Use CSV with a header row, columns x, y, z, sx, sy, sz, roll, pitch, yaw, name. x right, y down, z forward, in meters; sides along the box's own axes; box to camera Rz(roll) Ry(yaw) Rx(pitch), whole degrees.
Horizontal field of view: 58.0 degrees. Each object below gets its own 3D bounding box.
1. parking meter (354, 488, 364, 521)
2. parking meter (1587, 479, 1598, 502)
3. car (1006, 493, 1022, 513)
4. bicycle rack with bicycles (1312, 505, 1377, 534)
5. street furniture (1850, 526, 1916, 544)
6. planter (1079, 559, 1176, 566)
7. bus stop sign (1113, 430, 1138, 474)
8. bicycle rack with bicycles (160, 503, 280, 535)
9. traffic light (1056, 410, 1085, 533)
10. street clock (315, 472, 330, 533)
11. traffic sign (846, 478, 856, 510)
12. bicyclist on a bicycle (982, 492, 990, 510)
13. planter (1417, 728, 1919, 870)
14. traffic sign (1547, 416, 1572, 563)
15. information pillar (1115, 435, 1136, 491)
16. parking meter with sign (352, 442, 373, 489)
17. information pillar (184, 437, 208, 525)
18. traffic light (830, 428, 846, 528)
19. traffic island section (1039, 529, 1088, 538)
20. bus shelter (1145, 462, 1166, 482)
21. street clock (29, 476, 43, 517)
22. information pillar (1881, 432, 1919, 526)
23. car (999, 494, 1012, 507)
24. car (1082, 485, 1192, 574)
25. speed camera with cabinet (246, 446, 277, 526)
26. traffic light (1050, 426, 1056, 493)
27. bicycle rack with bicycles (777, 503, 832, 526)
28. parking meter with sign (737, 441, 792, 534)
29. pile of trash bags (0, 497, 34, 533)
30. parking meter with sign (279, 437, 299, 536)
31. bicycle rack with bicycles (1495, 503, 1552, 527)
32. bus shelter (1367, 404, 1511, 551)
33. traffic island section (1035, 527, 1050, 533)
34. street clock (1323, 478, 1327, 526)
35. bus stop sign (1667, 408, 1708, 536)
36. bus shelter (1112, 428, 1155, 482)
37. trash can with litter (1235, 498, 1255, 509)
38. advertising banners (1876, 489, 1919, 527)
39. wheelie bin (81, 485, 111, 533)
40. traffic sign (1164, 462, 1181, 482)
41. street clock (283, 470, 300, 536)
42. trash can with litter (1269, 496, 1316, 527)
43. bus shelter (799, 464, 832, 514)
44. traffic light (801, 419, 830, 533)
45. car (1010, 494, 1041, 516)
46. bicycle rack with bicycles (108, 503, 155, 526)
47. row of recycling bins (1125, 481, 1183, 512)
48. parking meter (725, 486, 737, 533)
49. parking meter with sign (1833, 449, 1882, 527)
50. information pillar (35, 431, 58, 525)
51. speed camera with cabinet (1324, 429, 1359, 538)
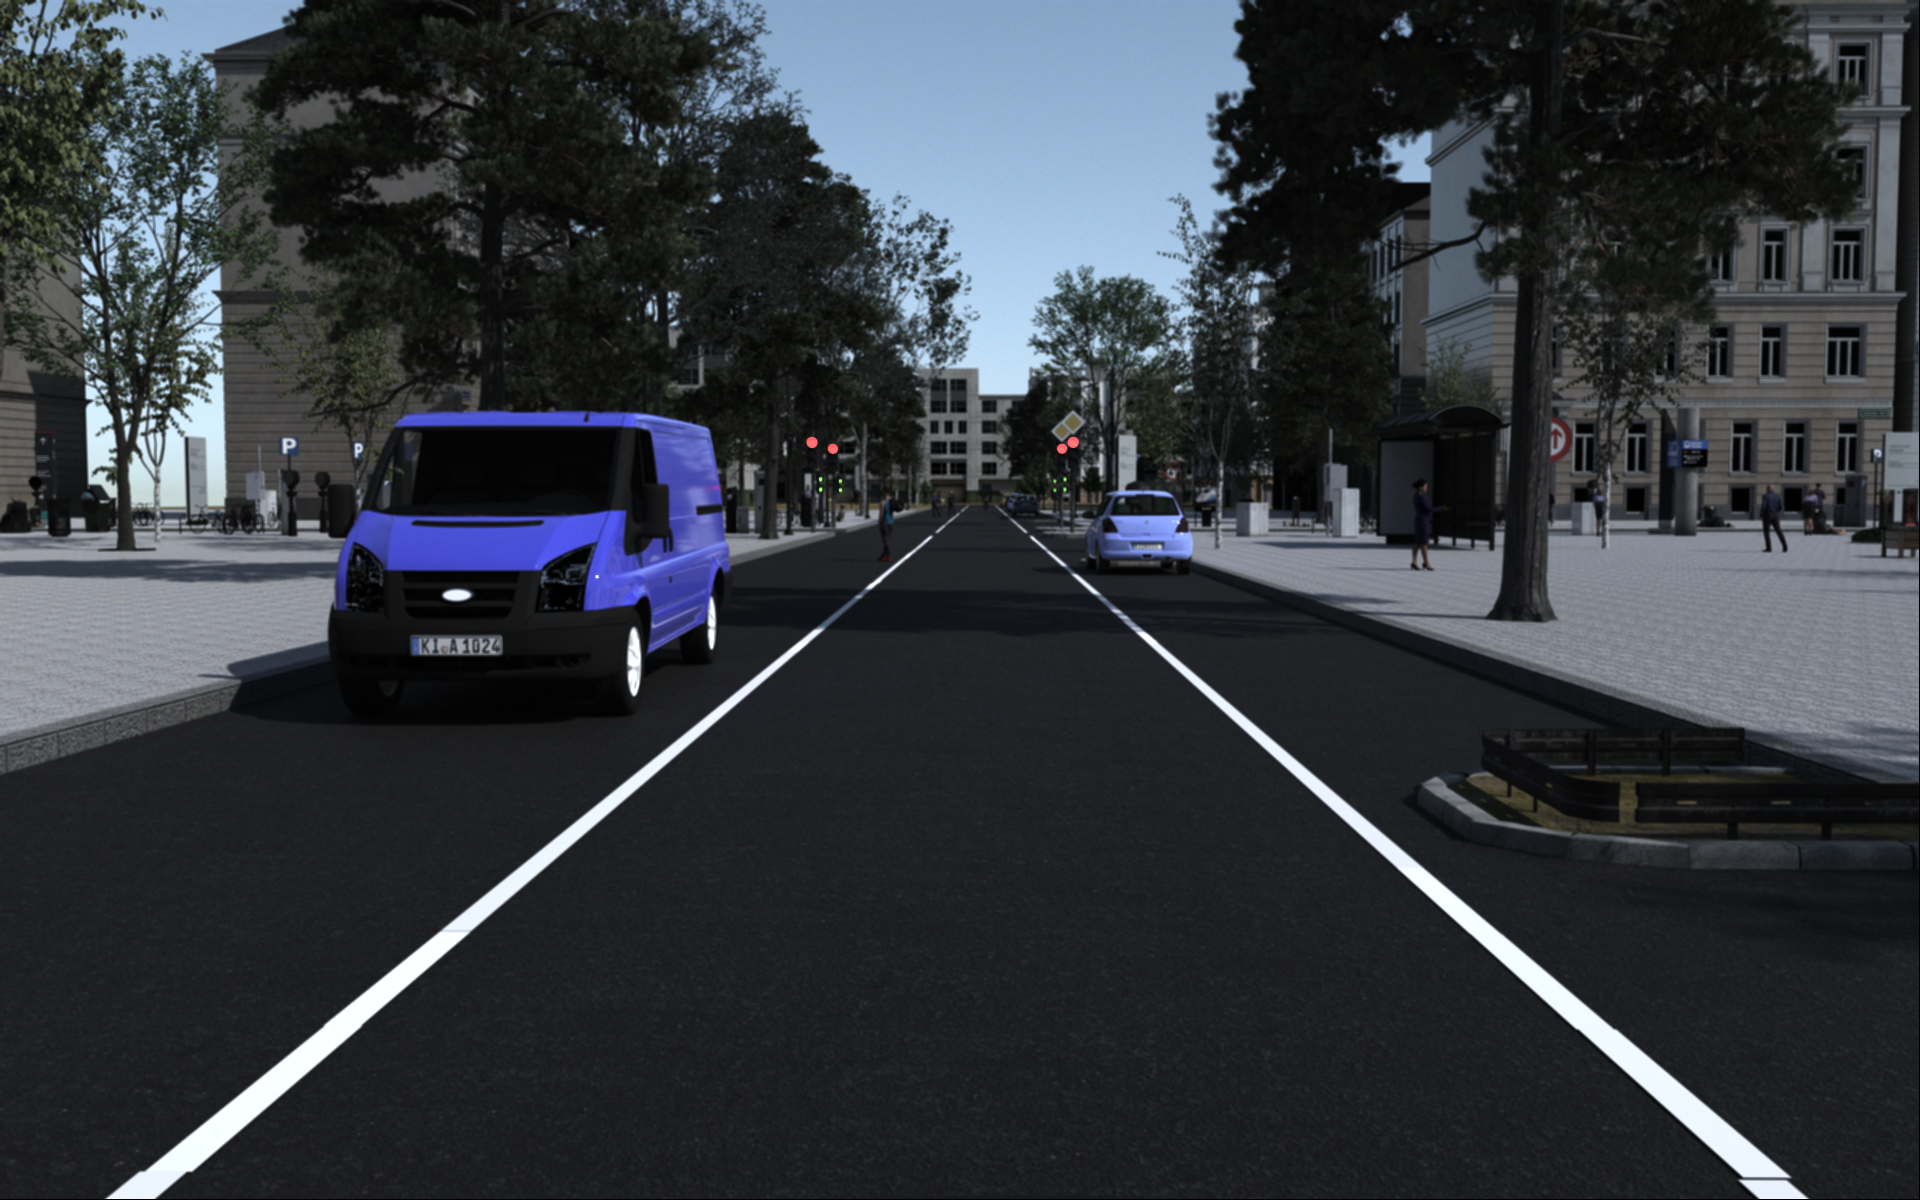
x,y,z,sx,sy,sz,roll,pitch,yaw,name
-24.436,-3.796,70.475,0.372,1.533,0.369,0,3,0,parking meter
24.303,-3.724,66.592,0.399,1.863,0.255,-3,5,-40,parking meter
4.590,-7.680,135.151,1.945,1.707,3.694,0,4,1,car
12.711,-2.616,56.152,2.852,0.926,2.925,-2,4,-25,bicycle rack with bicycles
25.933,-1.553,41.019,5.734,0.657,10.072,0,4,3,street furniture
3.458,-0.875,35.447,1.991,0.319,1.994,0,4,1,planter
6.768,-5.006,70.871,0.837,3.901,0.837,-1,4,-10,bus stop sign
-23.732,-2.620,56.222,2.852,0.926,2.925,1,4,19,bicycle rack with bicycles
3.707,-4.162,57.300,0.839,4.213,0.868,0,4,1,traffic light
-21.031,-3.219,57.199,0.471,2.002,0.358,2,4,27,street clock
-8.557,-8.332,136.237,0.884,2.594,0.081,1,4,10,traffic sign
2.207,-8.346,146.481,1.499,1.676,1.625,0,4,0,bicyclist on a bicycle
3.101,0.828,7.597,1.991,0.319,1.994,0,4,1,planter
9.546,-1.718,28.194,0.768,2.556,0.104,0,4,4,traffic sign
6.628,-4.772,69.337,0.184,3.620,1.656,2,4,31,information pillar
-19.545,-3.790,58.232,1.738,3.016,0.543,1,4,19,parking meter with sign
-31.512,-4.901,71.454,0.184,3.620,1.656,0,4,0,information pillar
-4.750,-4.657,65.378,0.839,4.213,0.868,0,4,1,traffic light
3.747,-2.149,57.412,2.009,0.180,2.903,0,4,1,traffic island section
12.206,-7.114,110.244,2.014,3.302,5.546,0,4,1,bus shelter
-37.526,-4.024,70.362,0.471,2.002,0.358,-1,4,-15,street clock
35.853,-4.561,65.885,1.656,3.620,0.184,0,4,-7,information pillar
5.242,-10.854,187.686,2.015,1.641,3.980,0,4,1,car
3.266,-1.381,32.170,1.945,1.707,3.694,0,4,-1,car
-28.824,-4.715,71.430,0.660,3.252,2.038,0,4,-3,speed camera with cabinet
3.810,-4.651,65.284,0.839,4.213,0.868,0,4,1,traffic light
-6.379,-3.450,69.794,2.852,0.926,2.925,-2,4,-27,bicycle rack with bicycles
-6.351,-3.668,56.240,1.738,3.016,0.543,-1,4,-9,parking meter with sign
-31.539,-2.865,56.589,1.912,1.369,3.447,-1,4,-18,pile of trash bags
-20.884,-3.520,53.817,0.543,3.016,1.738,-2,4,-25,parking meter with sign
21.519,-3.294,67.239,2.925,0.926,2.852,-3,5,-44,bicycle rack with bicycles
11.377,-2.916,41.603,2.014,3.302,5.546,0,4,1,bus shelter
3.850,-2.637,65.396,2.009,0.180,2.903,0,4,1,traffic island section
14.679,-3.953,69.208,0.358,2.002,0.471,2,4,29,street clock
22.331,-3.925,53.197,0.837,3.901,0.837,0,4,-8,bus stop sign
10.165,-7.612,102.088,2.179,5.291,8.768,0,4,1,bus shelter
9.228,-2.710,55.691,0.624,1.170,1.055,1,4,20,trash can with litter
28.999,-3.466,52.864,2.074,3.025,0.090,0,4,-4,advertising banners
-28.935,-3.061,57.952,0.693,1.594,0.980,1,4,8,wheelie bin
8.376,-4.148,67.920,0.768,2.556,0.104,0,4,7,traffic sign
-20.260,-2.933,52.522,0.471,2.002,0.358,2,4,28,street clock
13.177,-3.467,67.747,1.678,1.210,2.233,-1,4,-9,trash can with litter
-9.474,-7.429,115.380,2.014,3.302,5.546,0,4,1,bus shelter
-4.854,-4.168,57.394,0.839,4.213,0.868,0,4,1,traffic light
4.253,-6.150,112.555,2.014,1.417,4.499,0,4,2,car
-33.246,-3.425,69.379,2.852,0.926,2.925,2,4,31,bicycle rack with bicycles
6.230,-2.935,55.108,1.069,1.692,3.534,2,4,28,row of recycling bins
-7.509,-2.963,56.856,0.372,1.533,0.369,0,3,0,parking meter
34.846,-4.347,67.331,0.543,3.016,1.738,-2,4,-25,parking meter with sign
-37.584,-5.009,71.268,0.750,3.857,0.750,-1,4,-14,information pillar
11.424,-3.517,51.838,0.660,3.252,2.038,0,4,-2,speed camera with cabinet
